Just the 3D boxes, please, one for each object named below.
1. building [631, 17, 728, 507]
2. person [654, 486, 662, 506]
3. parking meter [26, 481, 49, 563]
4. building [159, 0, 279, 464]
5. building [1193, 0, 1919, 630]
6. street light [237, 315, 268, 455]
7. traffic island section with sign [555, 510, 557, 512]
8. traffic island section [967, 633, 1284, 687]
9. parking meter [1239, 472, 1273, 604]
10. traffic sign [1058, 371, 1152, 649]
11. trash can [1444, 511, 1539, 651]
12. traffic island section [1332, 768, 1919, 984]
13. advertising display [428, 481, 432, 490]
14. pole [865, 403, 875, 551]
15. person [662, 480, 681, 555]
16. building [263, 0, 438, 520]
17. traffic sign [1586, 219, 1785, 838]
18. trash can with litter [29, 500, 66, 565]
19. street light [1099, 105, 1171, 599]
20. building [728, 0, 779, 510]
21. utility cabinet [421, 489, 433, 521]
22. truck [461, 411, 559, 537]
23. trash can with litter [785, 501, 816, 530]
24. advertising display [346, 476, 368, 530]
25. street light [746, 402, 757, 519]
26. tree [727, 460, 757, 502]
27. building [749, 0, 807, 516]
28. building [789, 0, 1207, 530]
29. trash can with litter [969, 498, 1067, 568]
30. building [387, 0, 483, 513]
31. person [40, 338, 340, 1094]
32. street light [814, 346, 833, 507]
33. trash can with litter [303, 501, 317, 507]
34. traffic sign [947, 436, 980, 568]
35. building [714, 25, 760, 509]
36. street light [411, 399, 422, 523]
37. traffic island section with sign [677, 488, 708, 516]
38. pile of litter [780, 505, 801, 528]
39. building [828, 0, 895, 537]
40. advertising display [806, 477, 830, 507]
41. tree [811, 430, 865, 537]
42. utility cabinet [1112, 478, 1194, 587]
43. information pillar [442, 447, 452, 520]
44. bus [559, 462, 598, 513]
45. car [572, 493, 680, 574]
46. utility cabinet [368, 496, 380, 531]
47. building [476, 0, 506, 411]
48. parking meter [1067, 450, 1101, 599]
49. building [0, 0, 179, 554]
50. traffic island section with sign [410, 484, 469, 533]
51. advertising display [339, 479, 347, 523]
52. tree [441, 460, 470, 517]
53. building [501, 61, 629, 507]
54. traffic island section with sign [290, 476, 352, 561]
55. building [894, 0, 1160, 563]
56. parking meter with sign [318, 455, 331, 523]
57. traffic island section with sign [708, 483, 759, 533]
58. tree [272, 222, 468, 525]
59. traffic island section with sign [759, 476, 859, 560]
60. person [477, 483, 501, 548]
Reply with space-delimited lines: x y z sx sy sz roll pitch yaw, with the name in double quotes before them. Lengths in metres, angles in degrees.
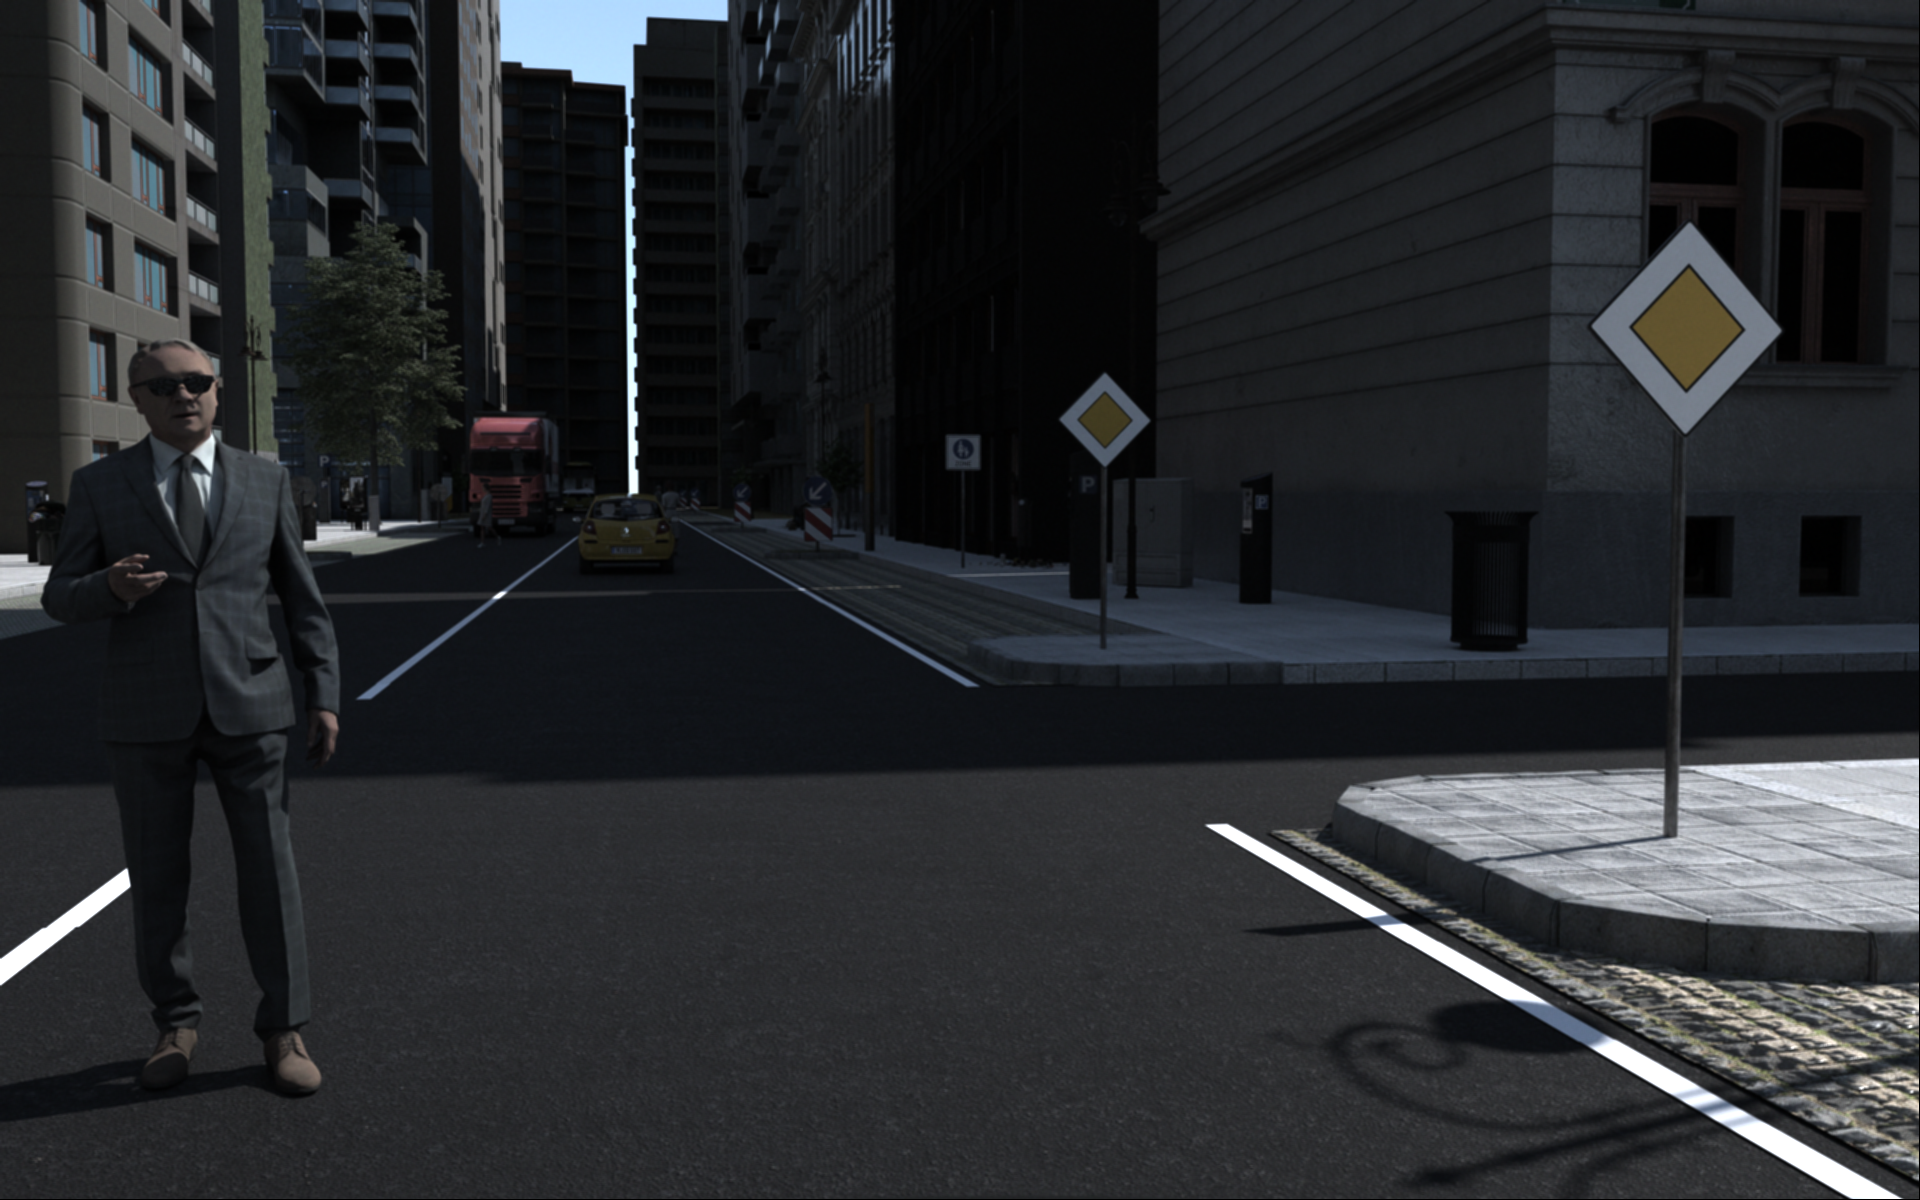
"building" -23.435 -34.163 182.259 21.600 48.544 21.300 -1 4 -11
"person" -12.125 -3.736 69.987 0.834 1.777 0.661 -2 4 -31
"parking meter" -17.251 -1.467 32.404 0.372 1.533 0.369 0 3 0
"building" -32.148 -22.917 58.291 14.154 41.232 14.086 -1 4 -11
"building" 15.266 -14.450 23.649 23.554 28.519 14.401 -1 4 -11
"street light" -18.274 -4.409 44.869 0.468 5.910 1.993 -1 4 -11
"traffic island section with sign" -33.565 -8.027 139.870 1.989 1.847 2.006 -1 4 -11
"traffic island section" 1.205 0.485 14.354 2.009 0.180 2.903 -1 4 -11
"parking meter" 3.475 -0.729 20.332 0.372 1.533 0.369 0 3 0
"traffic sign" 1.183 -0.650 14.272 0.795 2.450 0.064 -1 4 -11
"trash can" 4.375 -0.162 14.301 0.748 1.137 0.748 0 3 0
"traffic island section" 2.680 0.965 6.506 2.009 0.180 2.903 -1 4 -11
"advertising display" -25.905 -4.862 84.711 0.123 1.923 0.974 -1 4 -13
"pole" -2.038 -2.764 39.029 0.158 3.312 0.155 0 3 0
"person" -6.796 -1.935 40.702 0.480 1.755 0.524 -2 4 -26
"building" -41.249 -47.975 97.070 22.319 86.520 31.000 -1 4 -11
"traffic sign" 2.659 -0.170 6.424 0.795 2.450 0.064 -1 4 -11
"trash can with litter" -16.497 -1.221 31.345 0.624 1.170 1.055 -2 4 -28
"street light" 2.109 -2.956 21.123 0.468 5.910 1.993 -1 4 -11
"building" -3.961 -33.458 136.270 28.713 52.752 27.495 -1 4 -11
"utility cabinet" -25.582 -4.556 83.177 0.318 1.500 1.173 0 4 -5
"truck" -15.641 -4.413 61.062 2.839 4.237 11.283 -1 4 -10
"trash can with litter" -5.648 -3.052 61.285 1.055 1.170 0.624 -1 4 -15
"advertising display" -21.418 -3.452 61.647 0.974 1.923 0.123 3 5 39
"street light" -10.480 -7.005 87.318 0.468 5.910 1.993 -1 4 -11
"tree" -12.562 -6.399 99.231 1.663 3.219 1.824 0 3 0
"building" -0.757 -29.844 107.557 23.786 49.044 30.456 -1 4 -11
"building" 0.245 -17.770 77.929 14.401 28.519 23.554 -1 4 -11
"trash can with litter" 1.112 -1.208 30.812 1.678 1.210 2.233 -1 4 -8
"building" -41.392 -28.816 121.252 14.600 45.320 14.200 -1 4 -11
"person" -1.817 0.277 4.148 0.661 1.801 0.590 -2 4 -29
"street light" -4.275 -4.973 54.104 0.468 5.910 1.993 -1 4 -11
"trash can with litter" -24.503 -3.278 64.984 0.624 1.170 1.055 -1 4 -16
"traffic sign" 0.051 -1.705 30.005 0.606 2.300 0.079 -1 4 -9
"building" -14.974 -28.904 156.175 14.154 41.232 14.086 -1 4 -11
"street light" -24.369 -6.429 77.908 0.468 5.910 1.993 -1 4 -11
"traffic island section with sign" -17.716 -6.504 114.973 1.989 1.847 2.006 -1 4 -11
"pile of litter" -6.191 -3.220 66.611 1.719 0.858 1.176 1 4 22
"building" 1.579 -12.717 57.073 9.793 20.994 18.267 -1 4 -11
"advertising display" -5.321 -3.656 64.985 0.974 1.923 0.123 1 4 23
"tree" -3.516 -3.517 52.099 1.663 3.219 1.824 0 3 0
"utility cabinet" 2.667 -0.940 24.049 1.173 1.500 0.318 3 5 43
"information pillar" -25.386 -5.769 85.679 0.504 3.616 0.183 -3 5 -40
"bus" -29.621 -8.768 134.898 2.896 3.916 12.252 -1 4 -11
"car" -6.272 -1.366 32.553 2.015 1.641 3.980 -1 4 -11
"utility cabinet" -20.635 -3.045 60.952 0.306 1.237 1.020 -1 4 -23
"building" -51.860 -33.824 142.256 27.495 52.752 28.713 -1 4 -11
"parking meter" 1.520 -0.945 21.170 0.399 1.863 0.255 -1 4 -9
"building" -31.503 -11.227 28.600 27.650 21.520 28.899 -1 4 -11
"traffic island section with sign" -19.415 -3.426 64.648 1.989 1.847 2.006 -1 4 -11
"advertising display" -27.034 -4.379 76.810 0.123 1.923 0.974 3 5 40
"tree" -28.738 -6.374 98.810 1.663 3.219 1.824 0 3 0
"building" -48.603 -32.010 177.991 28.867 44.769 22.147 -1 4 -11
"traffic island section with sign" -14.335 -1.773 37.621 1.989 1.847 2.006 -1 4 -11
"building" 5.719 -12.879 40.250 12.332 23.373 15.834 -1 4 -11
"parking meter with sign" -28.217 -4.929 76.854 0.543 3.016 1.738 -1 4 -18
"traffic island section with sign" -8.330 -3.451 65.054 1.989 1.847 2.006 -1 4 -11
"tree" -24.479 -9.422 72.182 7.486 12.596 7.792 0 3 0
"traffic island section with sign" -3.346 -1.829 38.530 1.989 1.847 2.006 -1 4 -11
"person" -12.720 -2.288 46.653 0.466 1.731 0.760 2 4 25
